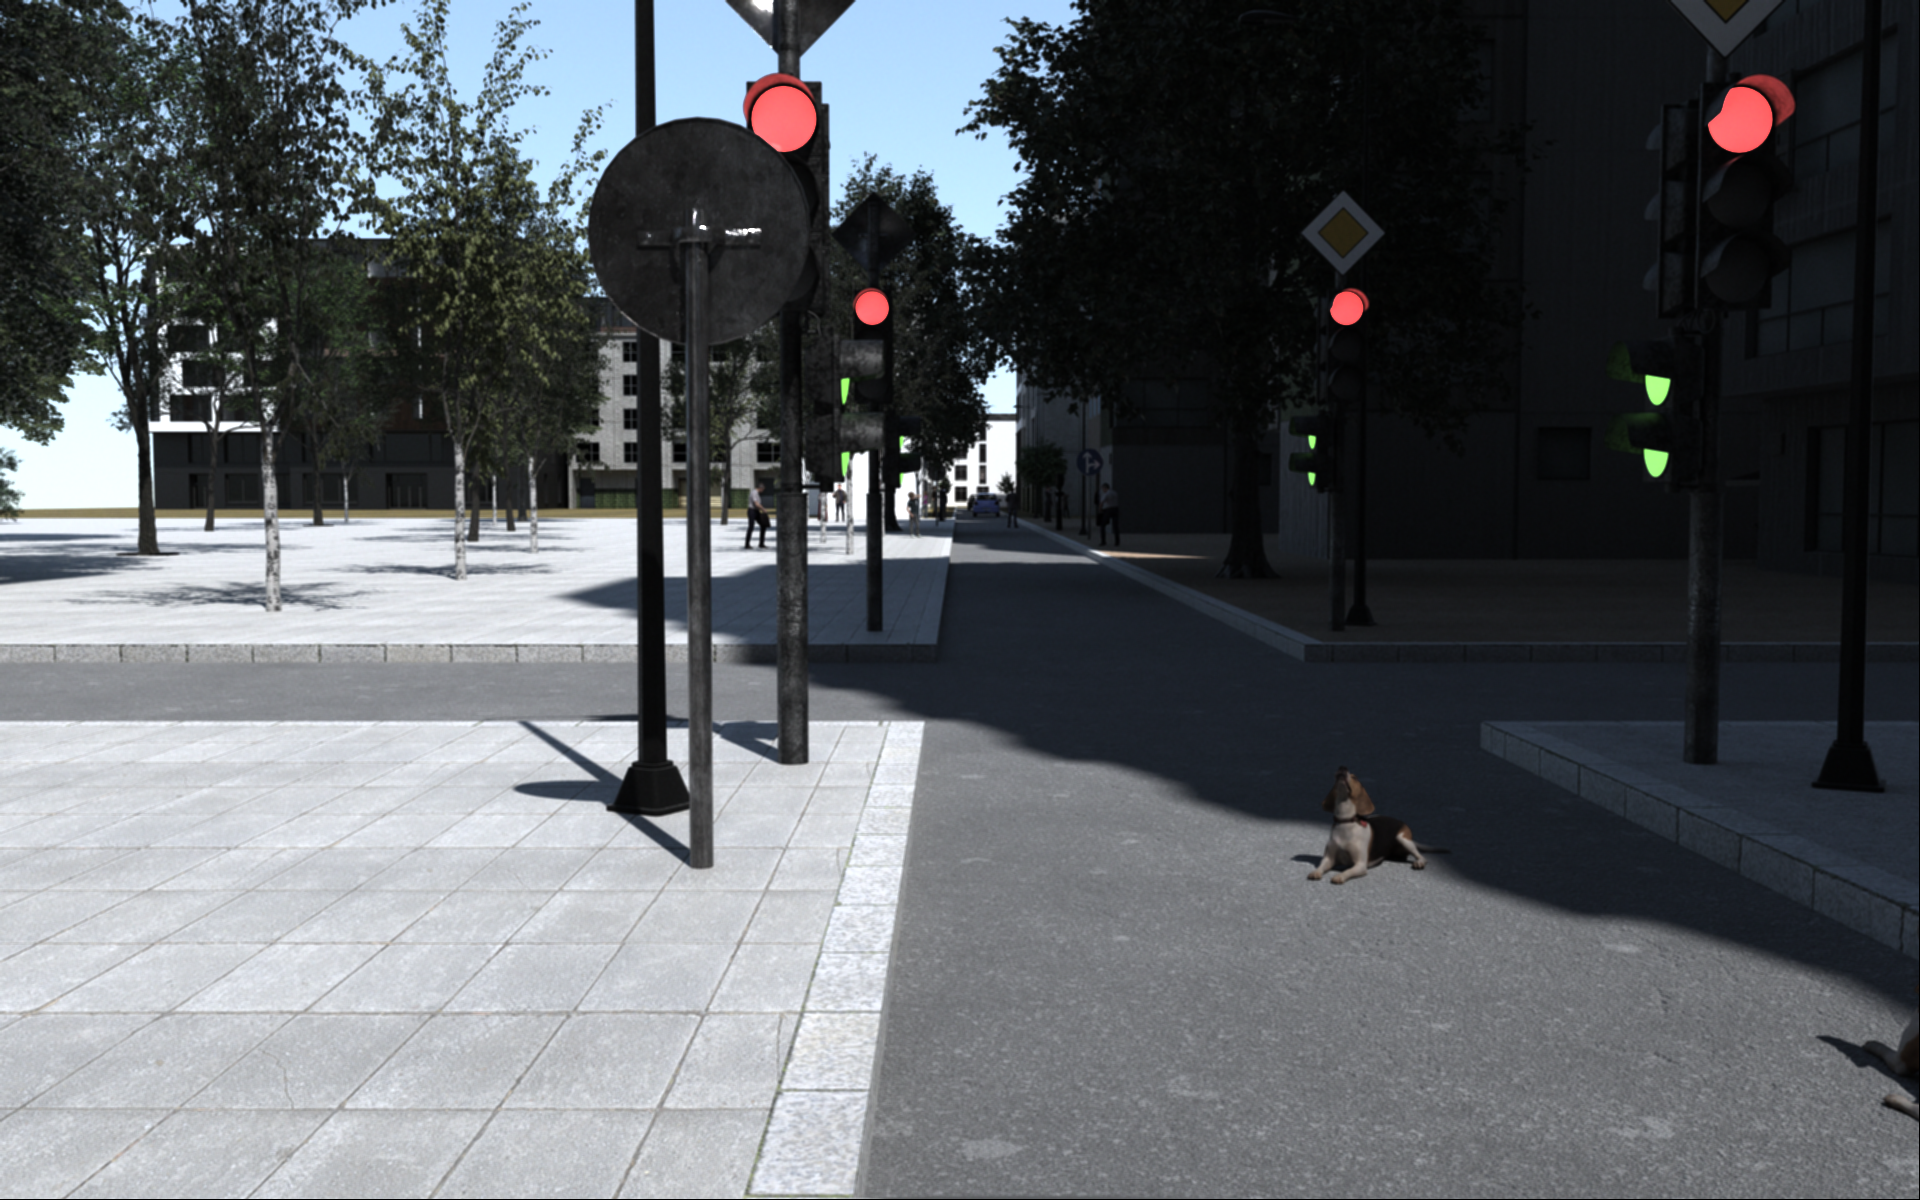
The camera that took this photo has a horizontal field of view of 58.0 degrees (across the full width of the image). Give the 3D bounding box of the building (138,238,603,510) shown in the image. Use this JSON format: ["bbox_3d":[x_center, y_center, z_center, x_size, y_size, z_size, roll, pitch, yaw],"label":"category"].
[{"bbox_3d":[-50.989,-18.871,152.512,32.646,21.610,27.936,0,3,0],"label":"building"}]

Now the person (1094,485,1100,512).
[{"bbox_3d":[6.235,-4.285,76.928,0.431,1.722,0.655,-2,4,-27],"label":"person"}]

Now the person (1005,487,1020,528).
[{"bbox_3d":[2.250,-3.949,73.879,0.655,1.722,0.431,1,4,14],"label":"person"}]

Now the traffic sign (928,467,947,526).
[{"bbox_3d":[-0.924,-4.235,69.352,0.768,2.556,0.104,0,4,8],"label":"traffic sign"}]

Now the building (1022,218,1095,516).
[{"bbox_3d":[13.148,-15.322,116.976,16.747,18.905,31.486,0,3,0],"label":"building"}]

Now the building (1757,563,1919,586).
[{"bbox_3d":[19.429,-20.647,21.165,14.086,41.232,14.154,0,3,0],"label":"building"}]

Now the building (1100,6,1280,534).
[{"bbox_3d":[11.930,-17.755,62.000,14.160,30.474,14.107,0,3,0],"label":"building"}]

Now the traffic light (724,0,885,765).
[{"bbox_3d":[-0.779,-1.176,8.151,0.839,4.253,0.868,0,3,0],"label":"traffic light"}]

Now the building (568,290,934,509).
[{"bbox_3d":[-18.225,-17.843,158.185,31.486,18.905,16.747,0,3,0],"label":"building"}]

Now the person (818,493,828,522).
[{"bbox_3d":[-6.223,-4.294,78.724,0.523,1.526,0.387,2,4,26],"label":"person"}]

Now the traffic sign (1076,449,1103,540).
[{"bbox_3d":[3.631,-2.963,48.547,0.768,2.556,0.104,0,4,7],"label":"traffic sign"}]

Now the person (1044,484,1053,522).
[{"bbox_3d":[4.060,-4.412,78.983,0.445,1.727,0.742,0,4,-2],"label":"person"}]

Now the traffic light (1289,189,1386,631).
[{"bbox_3d":[3.518,-1.666,16.154,0.839,4.253,0.868,0,3,0],"label":"traffic light"}]

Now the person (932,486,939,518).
[{"bbox_3d":[-1.275,-5.364,94.563,0.721,1.723,1.217,1,4,20],"label":"person"}]

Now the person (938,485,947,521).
[{"bbox_3d":[-0.798,-4.585,81.826,0.431,1.722,0.655,0,4,3],"label":"person"}]

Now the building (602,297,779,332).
[{"bbox_3d":[-33.525,-21.158,189.908,32.646,21.610,27.936,0,3,0],"label":"building"}]

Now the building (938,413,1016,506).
[{"bbox_3d":[-2.588,-14.612,181.058,28.070,9.664,9.099,0,3,0],"label":"building"}]

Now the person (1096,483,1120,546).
[{"bbox_3d":[3.651,-2.112,42.791,0.614,1.554,0.590,-3,5,-42],"label":"person"}]

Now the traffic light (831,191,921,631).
[{"bbox_3d":[-0.783,-1.665,16.136,0.839,4.253,0.868,0,3,0],"label":"traffic light"}]

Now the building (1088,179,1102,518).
[{"bbox_3d":[13.693,-26.517,83.661,14.600,45.320,14.200,0,3,0],"label":"building"}]

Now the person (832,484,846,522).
[{"bbox_3d":[-5.571,-4.488,79.955,0.617,1.759,0.750,0,4,8],"label":"person"}]

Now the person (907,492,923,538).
[{"bbox_3d":[-1.325,-2.513,51.040,0.340,1.345,0.435,3,4,36],"label":"person"}]

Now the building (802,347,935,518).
[{"bbox_3d":[-6.449,-10.017,105.922,9.099,9.664,28.070,0,3,0],"label":"building"}]

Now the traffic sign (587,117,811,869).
[{"bbox_3d":[-0.890,-0.354,5.888,0.768,2.556,0.104,0,4,4],"label":"traffic sign"}]

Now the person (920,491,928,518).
[{"bbox_3d":[-1.980,-4.996,90.955,0.776,1.435,0.726,0,4,4],"label":"person"}]

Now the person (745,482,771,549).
[{"bbox_3d":[-4.759,-1.986,40.734,0.590,1.554,0.614,0,4,6],"label":"person"}]

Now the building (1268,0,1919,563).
[{"bbox_3d":[14.233,-21.775,39.618,14.154,41.232,14.086,0,3,0],"label":"building"}]

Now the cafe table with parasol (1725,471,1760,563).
[{"bbox_3d":[15.270,-1.619,31.335,2.610,1.966,2.610,2,4,25],"label":"cafe table with parasol"}]

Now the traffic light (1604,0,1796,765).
[{"bbox_3d":[3.523,-1.177,8.169,0.839,4.253,0.868,0,3,0],"label":"traffic light"}]

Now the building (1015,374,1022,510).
[{"bbox_3d":[18.703,-18.711,149.901,27.936,21.610,32.646,0,3,0],"label":"building"}]

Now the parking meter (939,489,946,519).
[{"bbox_3d":[-0.902,-4.995,90.077,0.372,1.533,0.369,0,3,0],"label":"parking meter"}]

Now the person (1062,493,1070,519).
[{"bbox_3d":[5.582,-4.949,90.866,0.435,1.345,0.340,-3,5,-41],"label":"person"}]
